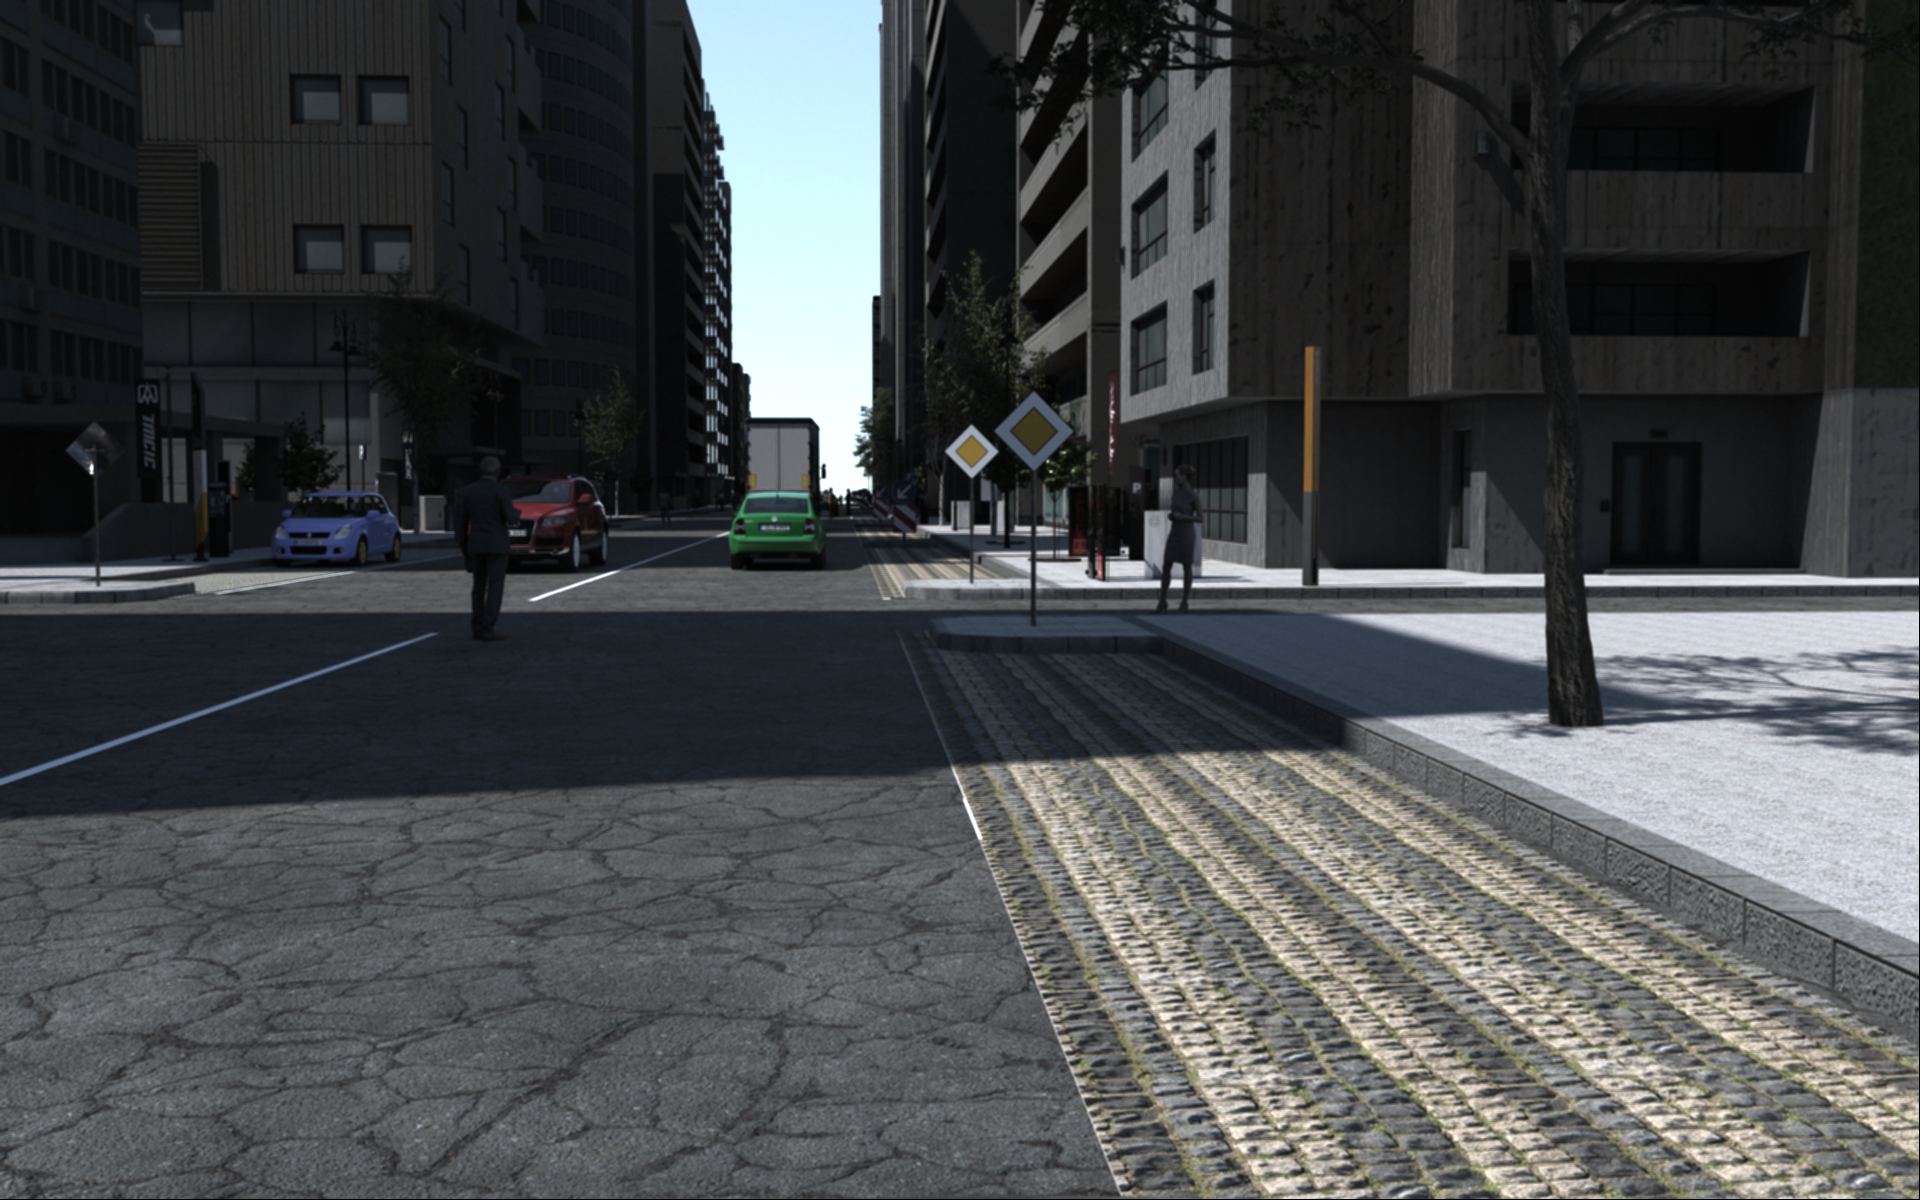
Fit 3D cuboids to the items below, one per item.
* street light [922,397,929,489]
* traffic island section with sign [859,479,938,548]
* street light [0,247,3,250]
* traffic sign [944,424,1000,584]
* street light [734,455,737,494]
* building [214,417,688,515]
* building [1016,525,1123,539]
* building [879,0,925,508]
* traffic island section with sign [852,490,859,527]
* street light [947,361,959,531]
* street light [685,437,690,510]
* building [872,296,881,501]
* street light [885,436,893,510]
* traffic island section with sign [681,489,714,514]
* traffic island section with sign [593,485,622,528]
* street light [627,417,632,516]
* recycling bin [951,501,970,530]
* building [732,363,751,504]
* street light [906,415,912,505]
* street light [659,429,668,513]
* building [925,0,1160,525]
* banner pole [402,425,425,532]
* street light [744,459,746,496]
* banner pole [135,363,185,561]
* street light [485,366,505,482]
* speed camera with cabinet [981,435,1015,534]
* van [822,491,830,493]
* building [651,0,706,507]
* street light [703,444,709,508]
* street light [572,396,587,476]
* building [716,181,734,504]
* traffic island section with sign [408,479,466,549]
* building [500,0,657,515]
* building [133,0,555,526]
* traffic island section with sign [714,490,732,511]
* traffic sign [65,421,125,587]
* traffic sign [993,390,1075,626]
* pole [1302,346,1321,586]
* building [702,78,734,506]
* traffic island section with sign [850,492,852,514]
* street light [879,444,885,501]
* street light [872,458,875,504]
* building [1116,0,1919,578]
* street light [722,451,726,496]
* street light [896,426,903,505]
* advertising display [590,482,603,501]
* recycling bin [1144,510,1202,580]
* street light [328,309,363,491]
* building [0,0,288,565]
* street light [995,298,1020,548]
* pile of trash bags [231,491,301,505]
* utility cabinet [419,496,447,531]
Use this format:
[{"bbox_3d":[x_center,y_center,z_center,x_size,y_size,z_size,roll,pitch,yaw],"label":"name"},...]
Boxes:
[{"bbox_3d":[-1.575,-6.567,80.164,0.468,5.910,1.993,0,4,-4],"label":"street light"},{"bbox_3d":[-1.633,-2.329,46.702,1.989,1.847,2.006,0,4,-4],"label":"traffic island section with sign"},{"bbox_3d":[-13.957,-3.149,24.279,0.468,5.910,1.993,0,4,-4],"label":"street light"},{"bbox_3d":[0.166,-1.292,24.773,0.795,2.450,0.064,0,4,-4],"label":"traffic sign"},{"bbox_3d":[-26.273,-14.072,202.859,0.468,5.910,1.993,0,4,-4],"label":"street light"},{"bbox_3d":[-38.534,-27.257,137.534,32.217,40.220,23.993,0,4,-4],"label":"building"},{"bbox_3d":[13.610,-26.617,58.883,21.300,48.544,21.600,0,4,-4],"label":"building"},{"bbox_3d":[1.014,-40.642,206.487,21.231,58.520,28.212,0,4,-4],"label":"building"},{"bbox_3d":[-3.550,-4.028,74.490,1.989,1.847,2.006,0,4,-4],"label":"traffic island section with sign"},{"bbox_3d":[-0.162,-5.349,60.252,0.468,5.910,1.993,0,4,-4],"label":"street light"},{"bbox_3d":[-21.886,-10.186,139.324,0.468,5.910,1.993,0,4,-4],"label":"street light"},{"bbox_3d":[-5.778,-29.370,251.894,14.160,30.474,14.107,0,4,-4],"label":"building"},{"bbox_3d":[-5.511,-10.060,137.276,0.468,5.910,1.993,0,4,-4],"label":"street light"},{"bbox_3d":[-18.788,-7.013,123.289,1.989,1.847,2.006,0,4,-4],"label":"traffic island section with sign"},{"bbox_3d":[-15.353,-3.944,73.105,1.989,1.847,2.006,0,4,-4],"label":"traffic island section with sign"},{"bbox_3d":[-19.240,-7.822,100.679,0.468,5.910,1.993,0,4,-4],"label":"street light"},{"bbox_3d":[0.103,-3.078,62.886,0.722,1.027,0.722,1,4,11],"label":"recycling bin"},{"bbox_3d":[-43.739,-24.244,241.421,27.650,21.520,28.899,0,4,-4],"label":"building"},{"bbox_3d":[-2.877,-7.749,99.483,0.468,5.910,1.993,0,4,-4],"label":"street light"},{"bbox_3d":[-20.579,-9.016,120.206,0.468,5.910,1.993,0,4,-4],"label":"street light"},{"bbox_3d":[9.328,-28.472,89.224,21.300,48.544,21.600,0,4,-4],"label":"building"},{"bbox_3d":[-18.373,-4.164,58.096,0.863,3.779,0.401,2,4,24],"label":"banner pole"},{"bbox_3d":[-27.572,-15.261,222.296,0.468,5.910,1.993,0,4,-4],"label":"street light"},{"bbox_3d":[-15.301,-2.632,33.053,0.863,3.779,0.401,0,4,-3],"label":"banner pole"},{"bbox_3d":[-16.719,-5.487,62.505,0.468,5.910,1.993,0,4,-4],"label":"street light"},{"bbox_3d":[1.244,-3.832,56.983,0.660,3.252,2.038,1,4,18],"label":"speed camera with cabinet"},{"bbox_3d":[-17.714,-13.632,229.894,2.013,2.044,4.112,0,4,-4],"label":"van"},{"bbox_3d":[-35.387,-32.851,160.820,21.300,48.544,21.600,0,4,-4],"label":"building"},{"bbox_3d":[-23.304,-11.411,159.365,0.468,5.910,1.993,0,4,-4],"label":"street light"},{"bbox_3d":[-17.932,-6.665,81.763,0.468,5.910,1.993,0,4,-4],"label":"street light"},{"bbox_3d":[-36.361,-32.797,219.821,14.154,41.232,14.086,0,4,-4],"label":"building"},{"bbox_3d":[-13.510,-2.299,46.213,1.989,1.847,2.006,0,4,-4],"label":"traffic island section with sign"},{"bbox_3d":[-31.887,-34.821,111.315,21.231,58.520,28.212,0,4,-4],"label":"building"},{"bbox_3d":[-33.573,-29.692,74.697,28.713,52.752,27.495,0,4,-4],"label":"building"},{"bbox_3d":[-20.642,-8.658,150.180,1.989,1.847,2.006,0,4,-4],"label":"traffic island section with sign"},{"bbox_3d":[-11.951,-1.243,23.966,0.795,2.450,0.064,0,4,-4],"label":"traffic sign"},{"bbox_3d":[0.712,-0.805,16.807,0.795,2.450,0.064,0,4,-4],"label":"traffic sign"},{"bbox_3d":[4.889,-1.849,24.071,0.158,3.312,0.155,0,3,0],"label":"pole"},{"bbox_3d":[-38.307,-35.311,196.940,23.786,49.044,30.456,0,4,-4],"label":"building"},{"bbox_3d":[-6.974,-7.082,124.410,1.989,1.847,2.006,0,4,-4],"label":"traffic island section with sign"},{"bbox_3d":[-6.793,-11.240,156.565,0.468,5.910,1.993,0,4,-4],"label":"street light"},{"bbox_3d":[-9.840,-13.909,200.204,0.468,5.910,1.993,0,4,-4],"label":"street light"},{"bbox_3d":[10.968,-15.941,32.340,14.107,30.474,14.160,0,4,-4],"label":"building"},{"bbox_3d":[-24.934,-12.877,183.325,0.468,5.910,1.993,0,4,-4],"label":"street light"},{"bbox_3d":[-4.111,-8.892,118.165,0.468,5.910,1.993,0,4,-4],"label":"street light"},{"bbox_3d":[-19.438,-5.313,92.073,0.974,1.923,0.123,-3,5,-42],"label":"advertising display"},{"bbox_3d":[3.246,-0.845,26.363,0.722,1.027,0.722,2,4,24],"label":"recycling bin"},{"bbox_3d":[-15.351,-4.318,43.391,0.468,5.910,1.993,0,4,-4],"label":"street light"},{"bbox_3d":[-32.665,-21.092,36.741,32.217,40.220,23.993,0,4,-4],"label":"building"},{"bbox_3d":[1.120,-4.172,41.007,0.468,5.910,1.993,0,4,-4],"label":"street light"},{"bbox_3d":[-23.604,-3.041,59.473,3.447,1.369,1.912,-3,5,-42],"label":"pile of trash bags"},{"bbox_3d":[-18.320,-3.004,60.277,0.306,1.237,1.020,2,4,29],"label":"utility cabinet"}]
